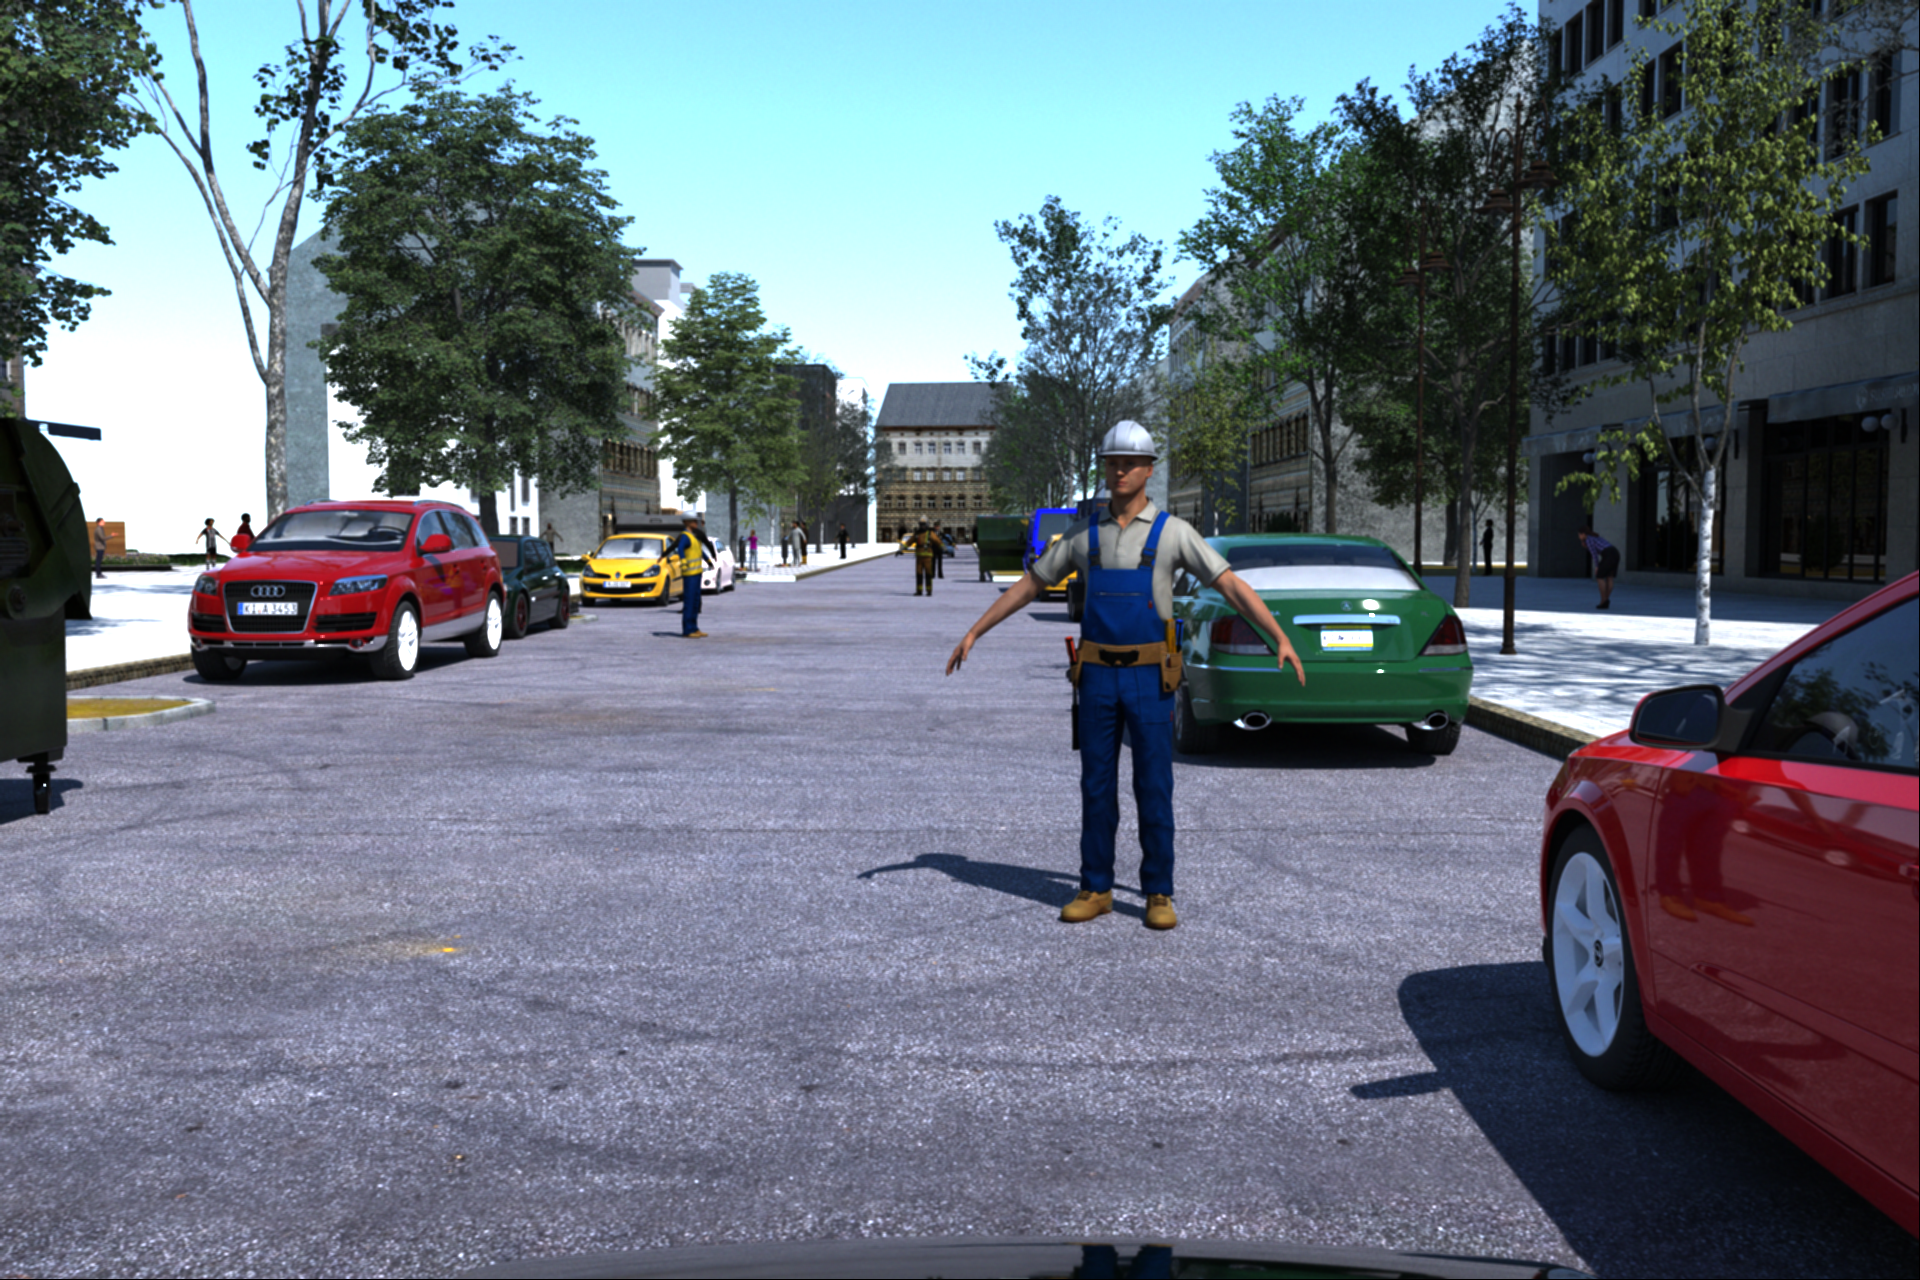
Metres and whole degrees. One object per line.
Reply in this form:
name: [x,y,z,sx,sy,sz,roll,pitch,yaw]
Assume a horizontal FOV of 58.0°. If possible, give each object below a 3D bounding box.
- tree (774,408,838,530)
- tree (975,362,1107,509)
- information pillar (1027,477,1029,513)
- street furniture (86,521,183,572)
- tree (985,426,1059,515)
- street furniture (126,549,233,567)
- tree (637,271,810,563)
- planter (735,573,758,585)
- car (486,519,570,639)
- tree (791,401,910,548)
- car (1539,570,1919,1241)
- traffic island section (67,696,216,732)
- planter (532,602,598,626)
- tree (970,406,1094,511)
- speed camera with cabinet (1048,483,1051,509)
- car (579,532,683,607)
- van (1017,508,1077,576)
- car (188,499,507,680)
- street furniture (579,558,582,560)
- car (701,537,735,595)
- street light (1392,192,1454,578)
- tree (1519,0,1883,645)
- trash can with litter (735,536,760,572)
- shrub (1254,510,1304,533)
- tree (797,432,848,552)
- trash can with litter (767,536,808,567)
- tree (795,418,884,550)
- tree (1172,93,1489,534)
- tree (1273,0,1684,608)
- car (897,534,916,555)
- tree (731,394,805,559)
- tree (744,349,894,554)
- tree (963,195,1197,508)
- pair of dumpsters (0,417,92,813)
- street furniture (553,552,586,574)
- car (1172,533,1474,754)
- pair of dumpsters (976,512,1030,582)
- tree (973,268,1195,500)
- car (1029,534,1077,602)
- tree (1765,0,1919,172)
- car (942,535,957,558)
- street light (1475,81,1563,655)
tree: [-9.215,-9.245,101.523,4.360,8.622,3.978,0,3,0]
tree: [6.319,-12.883,121.010,12.009,13.543,11.850,0,3,0]
information pillar: [2.822,-4.924,71.854,0.183,3.616,0.504,0,4,1]
street furniture: [-30.593,-3.274,60.386,11.010,1.723,9.812,-2,4,-28]
tree: [5.648,-14.536,155.791,7.486,12.596,7.792,0,3,0]
street furniture: [-33.348,-3.422,71.570,5.734,0.657,10.072,-1,4,-8]
tree: [-10.315,-9.618,75.388,7.486,12.596,7.792,0,3,0]
planter: [-6.887,-1.768,50.049,1.991,0.319,1.994,0,3,0]
car: [-6.813,-0.920,24.826,2.009,1.686,4.222,0,4,0]
tree: [-9.645,-15.086,157.030,12.009,13.543,11.850,0,3,0]
car: [2.495,0.358,3.195,2.155,1.783,4.494,0,4,1]
traffic island section: [-6.963,0.578,13.415,1.991,0.108,1.994,0,4,0]
planter: [-6.970,-0.427,28.121,1.991,0.319,1.994,0,3,0]
tree: [6.049,-13.946,138.394,12.009,13.543,11.850,0,3,0]
speed camera with cabinet: [3.673,-4.444,66.994,0.660,3.252,2.038,0,3,0]
car: [-6.615,-1.543,35.452,2.015,1.641,3.980,0,4,1]
van: [2.606,-2.392,43.493,2.240,2.365,5.245,0,4,-1]
car: [-6.417,-0.610,18.651,2.281,1.827,5.304,0,4,0]
street furniture: [-14.201,-3.117,66.591,5.734,0.657,10.072,-1,4,-12]
car: [-6.610,-1.834,42.350,2.083,1.381,4.827,0,4,0]
street light: [6.351,-3.127,23.915,0.468,5.910,1.993,0,4,0]
tree: [8.614,-4.260,20.019,4.737,8.622,4.395,0,3,0]
trash can with litter: [-7.436,-3.012,60.308,1.678,1.210,2.233,0,4,-1]
shrub: [10.688,-3.287,57.790,1.661,2.075,1.752,0,3,0]
tree: [-9.839,-10.537,122.640,4.737,8.622,4.395,0,3,0]
trash can with litter: [-6.737,-3.491,68.141,1.678,1.210,2.233,0,4,1]
tree: [-9.533,-12.429,137.631,7.601,10.594,8.767,-1,4,-11]
tree: [8.792,-7.063,41.228,9.928,11.665,9.643,0,3,0]
tree: [9.044,-5.837,29.854,7.601,10.594,8.767,-1,4,-17]
car: [-3.314,-6.670,119.278,2.015,1.641,3.980,0,3,0]
tree: [-9.623,-8.390,87.535,4.737,8.622,4.395,0,3,0]
tree: [-9.439,-12.470,114.249,12.009,13.543,11.850,0,3,0]
tree: [6.582,-14.637,95.202,12.611,20.169,13.585,0,3,0]
pair of dumpsters: [-6.704,-0.203,8.274,4.436,2.255,1.574,0,4,0]
street furniture: [-16.922,-2.510,56.665,10.072,0.657,5.734,-1,4,-17]
car: [2.332,-0.056,12.712,2.131,1.459,4.920,0,4,0]
pair of dumpsters: [2.691,-2.863,51.758,4.436,2.255,1.574,0,3,0]
tree: [5.881,-10.346,79.527,12.009,13.543,11.850,0,3,0]
car: [2.523,-1.690,37.859,2.015,1.641,3.980,0,4,0]
tree: [8.796,-6.181,11.430,12.009,13.543,11.850,0,3,0]
car: [-1.216,-5.810,106.997,2.014,1.417,4.499,0,4,-1]
street light: [5.854,-2.785,18.316,0.468,5.910,1.993,0,4,1]
